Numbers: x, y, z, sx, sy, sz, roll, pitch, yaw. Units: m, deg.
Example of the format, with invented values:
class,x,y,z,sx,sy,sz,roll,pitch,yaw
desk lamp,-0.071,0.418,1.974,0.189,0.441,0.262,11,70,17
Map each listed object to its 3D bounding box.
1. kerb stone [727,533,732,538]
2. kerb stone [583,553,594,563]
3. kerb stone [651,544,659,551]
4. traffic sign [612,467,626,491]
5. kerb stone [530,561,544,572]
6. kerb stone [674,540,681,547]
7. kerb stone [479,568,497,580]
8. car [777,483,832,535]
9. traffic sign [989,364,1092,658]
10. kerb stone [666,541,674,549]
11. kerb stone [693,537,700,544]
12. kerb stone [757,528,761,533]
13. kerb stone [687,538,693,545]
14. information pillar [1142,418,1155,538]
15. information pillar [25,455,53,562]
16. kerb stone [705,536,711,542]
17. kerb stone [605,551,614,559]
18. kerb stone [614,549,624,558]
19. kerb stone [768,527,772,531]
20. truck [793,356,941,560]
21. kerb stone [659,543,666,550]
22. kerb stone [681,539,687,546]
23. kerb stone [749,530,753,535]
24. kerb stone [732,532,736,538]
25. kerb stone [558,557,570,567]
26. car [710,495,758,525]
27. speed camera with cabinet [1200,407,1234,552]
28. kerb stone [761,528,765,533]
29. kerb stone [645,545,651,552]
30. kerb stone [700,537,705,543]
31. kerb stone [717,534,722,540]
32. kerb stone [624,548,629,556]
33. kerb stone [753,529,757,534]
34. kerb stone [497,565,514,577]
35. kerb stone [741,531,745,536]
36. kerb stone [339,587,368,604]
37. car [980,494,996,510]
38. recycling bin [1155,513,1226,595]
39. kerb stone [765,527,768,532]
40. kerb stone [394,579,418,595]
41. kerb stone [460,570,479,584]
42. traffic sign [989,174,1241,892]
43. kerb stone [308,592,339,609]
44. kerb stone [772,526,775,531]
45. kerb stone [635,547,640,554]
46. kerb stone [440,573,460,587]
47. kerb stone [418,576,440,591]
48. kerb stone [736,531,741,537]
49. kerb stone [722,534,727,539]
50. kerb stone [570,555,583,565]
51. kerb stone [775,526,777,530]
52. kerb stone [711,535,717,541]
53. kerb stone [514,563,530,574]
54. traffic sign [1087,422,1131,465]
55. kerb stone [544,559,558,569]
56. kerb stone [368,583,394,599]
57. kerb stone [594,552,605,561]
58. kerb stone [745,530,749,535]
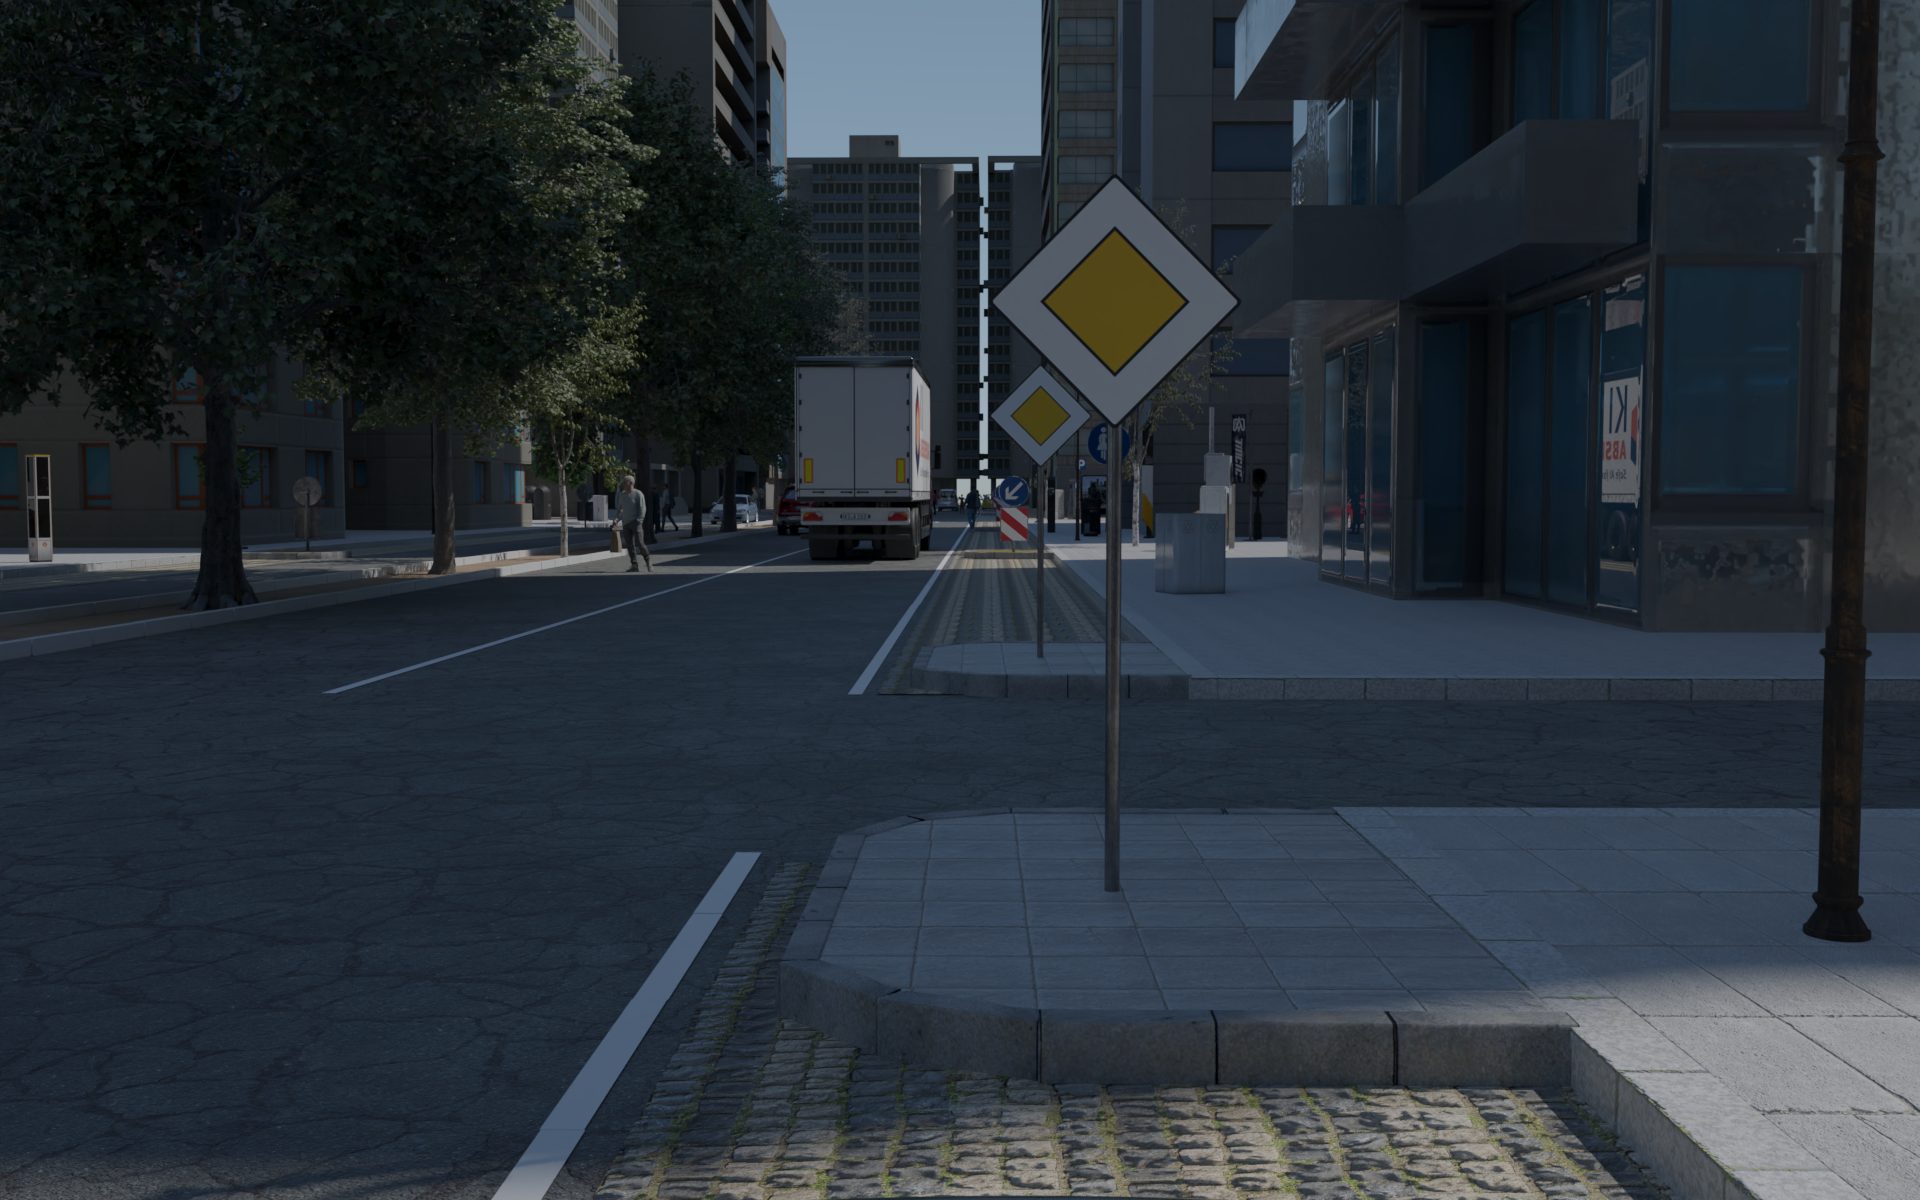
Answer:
class,x,y,z,sx,sy,sz,roll,pitch,yaw
kerb stone,-7.573,-2.054,55.774,0.120,0.150,1.000,0,4,1
kerb stone,-7.903,-0.857,36.302,0.120,0.150,1.000,0,4,1
kerb stone,-7.785,-1.302,43.487,0.120,0.150,1.000,0,4,1
traffic sign,-15.962,-4.942,80.911,0.768,2.556,0.104,1,4,9
kerb stone,-7.979,-0.612,32.210,0.120,0.150,1.000,0,4,1
kerb stone,-7.726,-1.486,46.553,0.120,0.150,1.000,0,4,1
kerb stone,-8.037,-0.422,29.142,0.120,0.150,1.000,0,4,1
car,-5.290,-3.253,61.862,2.281,1.827,5.304,0,4,2
traffic sign,0.626,-0.604,13.526,0.795,2.450,0.064,0,4,1
kerb stone,-7.746,-1.425,45.531,0.120,0.150,1.000,0,4,1
kerb stone,-7.676,-1.678,49.629,0.120,0.150,1.000,0,4,1
kerb stone,-7.441,-2.492,62.933,0.120,0.150,1.000,0,4,1
kerb stone,-7.701,-1.615,48.607,0.120,0.150,1.000,0,4,1
information pillar,5.431,-3.592,50.084,0.183,3.616,0.504,3,4,37
information pillar,-17.327,-1.719,32.592,0.304,2.012,0.304,2,4,33
kerb stone,-7.645,-1.803,51.674,0.120,0.150,1.000,0,4,1
kerb stone,-7.876,-0.988,38.351,0.120,0.150,1.000,0,4,1
kerb stone,-7.855,-1.050,39.379,0.120,0.150,1.000,0,4,1
kerb stone,-7.396,-2.680,66.011,0.120,0.150,1.000,0,4,1
truck,-2.020,-3.182,40.933,2.839,4.237,11.283,0,4,1
kerb stone,-7.764,-1.365,44.509,0.120,0.150,1.000,0,4,1
kerb stone,-7.709,-1.553,47.581,0.120,0.150,1.000,0,4,1
kerb stone,-7.479,-2.367,60.889,0.120,0.150,1.000,0,4,1
kerb stone,-7.546,-2.113,56.797,0.120,0.150,1.000,0,4,1
kerb stone,-7.939,-0.736,34.258,0.120,0.150,1.000,0,4,1
car,-10.762,-4.333,82.850,2.014,1.417,4.499,0,4,2
speed camera with cabinet,5.745,-2.715,38.720,0.660,3.252,2.038,1,4,13
kerb stone,-7.432,-2.554,63.961,0.120,0.150,1.000,0,4,1
kerb stone,-7.798,-1.235,42.465,0.120,0.150,1.000,0,4,1
kerb stone,-7.660,-1.737,50.652,0.120,0.150,1.000,0,4,1
kerb stone,-7.614,-1.920,53.724,0.120,0.150,1.000,0,4,1
kerb stone,-7.834,-1.112,40.412,0.120,0.150,1.000,0,4,1
kerb stone,-7.470,-2.426,61.911,0.120,0.150,1.000,0,4,1
kerb stone,-8.008,-0.487,30.164,0.120,0.150,1.000,0,4,1
kerb stone,-7.518,-2.241,58.841,0.120,0.150,1.000,0,4,1
kerb stone,-8.134,-0.044,22.995,0.120,0.150,1.000,0,4,1
car,2.760,-8.520,149.523,2.015,1.641,3.980,0,4,-1
recycling bin,2.991,-0.609,22.506,0.722,1.027,0.722,-1,4,-15
kerb stone,-7.411,-2.617,64.989,0.120,0.150,1.000,0,4,1
kerb stone,-8.100,-0.174,25.043,0.120,0.150,1.000,0,4,1
kerb stone,-8.055,-0.360,28.120,0.120,0.150,1.000,0,4,1
traffic sign,0.489,-0.116,5.542,0.795,2.450,0.064,0,4,1
kerb stone,-8.154,0.014,21.973,0.120,0.150,1.000,0,4,1
kerb stone,-7.379,-2.741,67.040,0.120,0.150,1.000,0,4,1
kerb stone,-7.821,-1.177,41.442,0.120,0.150,1.000,0,4,1
kerb stone,-8.069,-0.300,27.097,0.120,0.150,1.000,0,4,1
kerb stone,-8.084,-0.237,26.075,0.120,0.150,1.000,0,4,1
kerb stone,-7.535,-2.178,57.819,0.120,0.150,1.000,0,4,1
kerb stone,-7.592,-1.987,54.751,0.120,0.150,1.000,0,4,1
kerb stone,-7.919,-0.800,35.280,0.120,0.150,1.000,0,4,1
kerb stone,-7.362,-2.803,68.066,0.120,0.150,1.000,0,4,1
kerb stone,-7.623,-1.866,52.701,0.120,0.150,1.000,0,4,1
kerb stone,-7.991,-0.547,31.188,0.120,0.150,1.000,0,4,1
traffic sign,2.625,-1.864,30.583,0.768,2.556,0.104,0,4,8
kerb stone,-7.957,-0.669,33.233,0.120,0.150,1.000,0,4,1
kerb stone,-8.119,-0.111,24.017,0.120,0.150,1.000,0,4,1
kerb stone,-7.887,-0.923,37.329,0.120,0.150,1.000,0,4,1
kerb stone,-7.493,-2.301,59.867,0.120,0.150,1.000,0,4,1
